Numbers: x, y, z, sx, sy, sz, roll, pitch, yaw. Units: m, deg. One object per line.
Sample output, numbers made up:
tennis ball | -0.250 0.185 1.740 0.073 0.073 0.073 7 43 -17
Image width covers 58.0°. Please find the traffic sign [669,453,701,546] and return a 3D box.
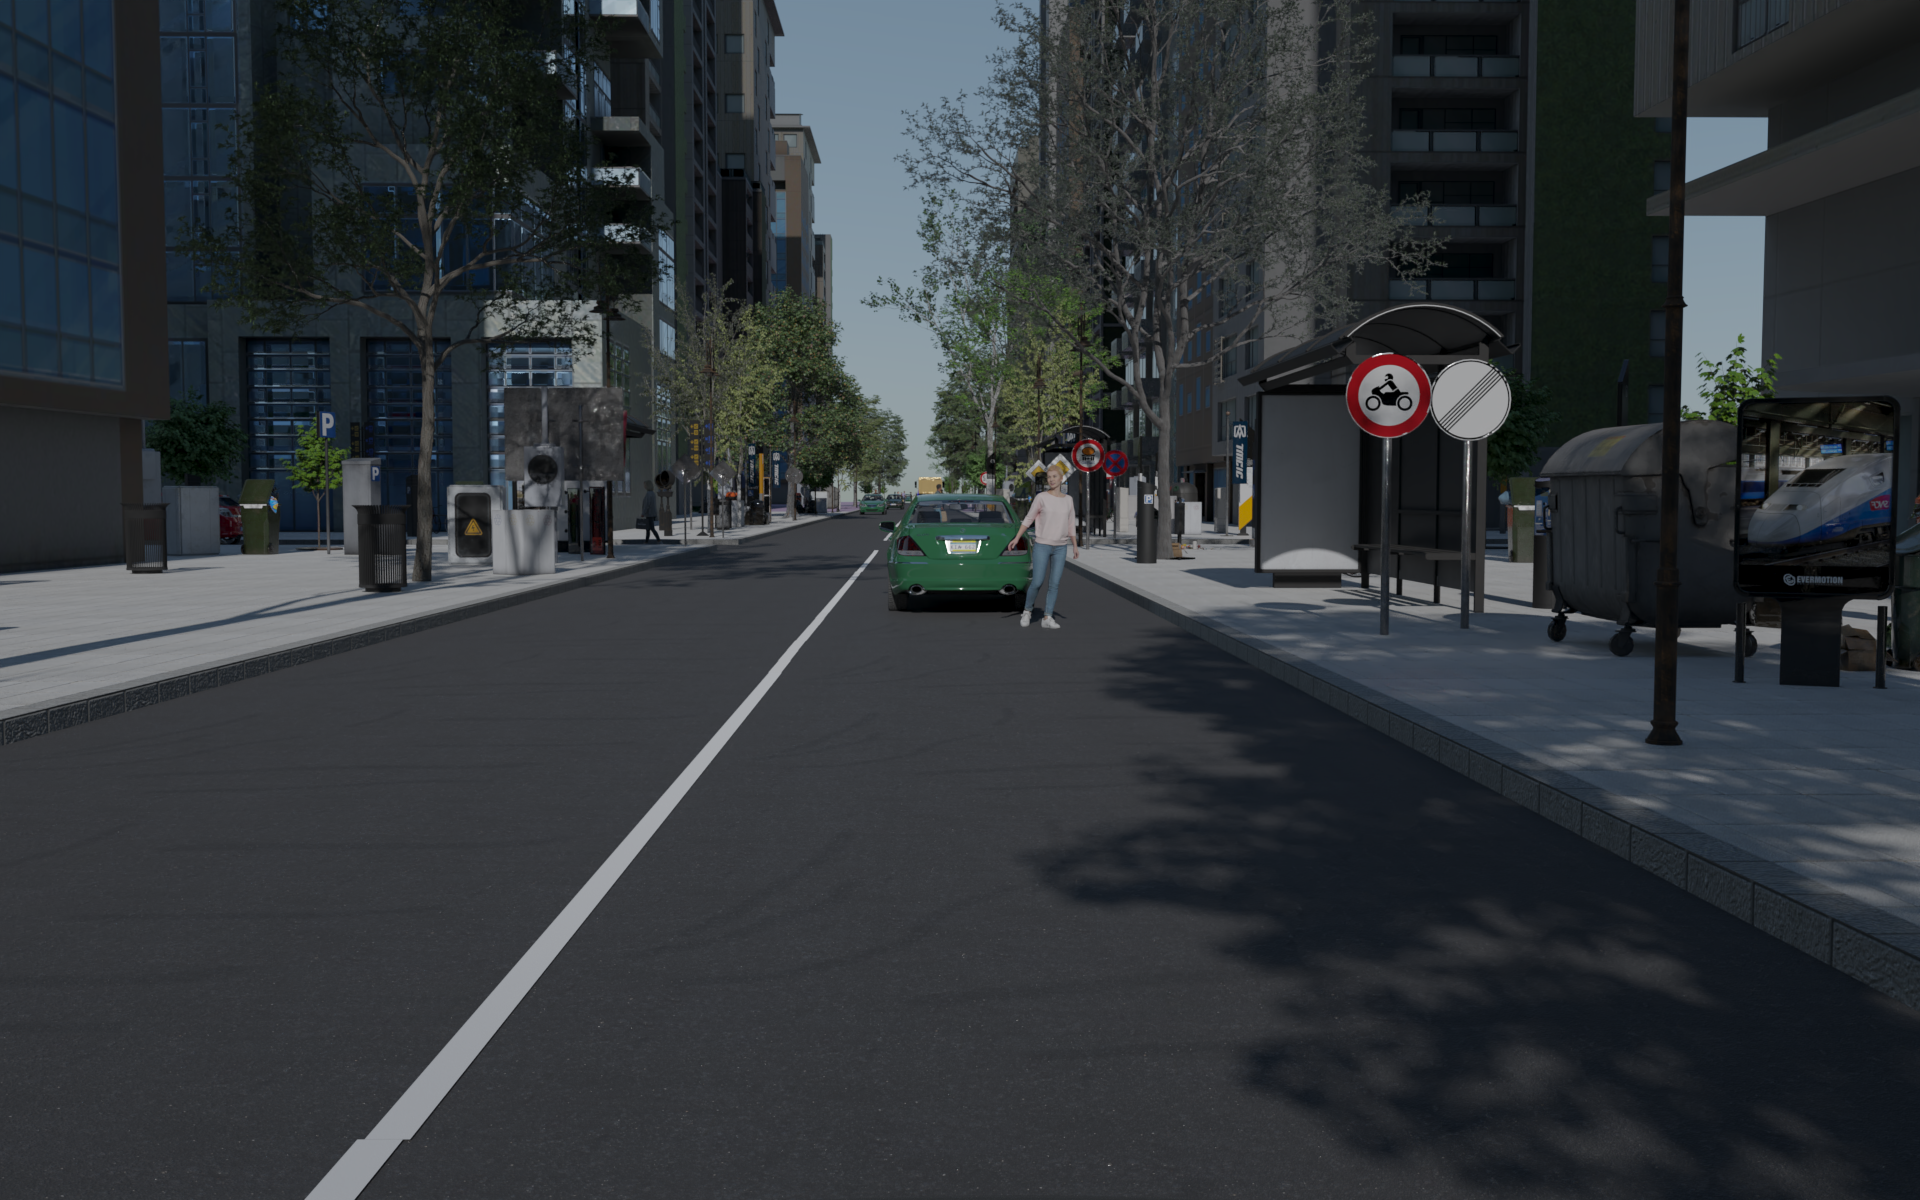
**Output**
traffic sign | -6.731 -2.372 42.429 0.795 2.450 0.064 0 4 -1

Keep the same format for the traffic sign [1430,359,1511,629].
traffic sign | 4.814 -0.999 16.442 0.768 2.556 0.104 0 4 0

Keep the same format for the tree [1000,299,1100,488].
tree | 3.279 -7.078 66.091 4.737 8.622 4.395 0 3 0

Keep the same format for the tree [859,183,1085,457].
tree | 0.586 -15.342 106.738 12.611 20.169 13.585 0 3 0

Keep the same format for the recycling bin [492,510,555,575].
recycling bin | -6.986 -0.928 27.735 0.722 1.027 0.722 3 4 36

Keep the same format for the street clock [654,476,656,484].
street clock | -10.460 -3.435 60.733 0.471 2.002 0.358 -1 4 -19

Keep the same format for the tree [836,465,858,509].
tree | -11.204 -14.259 183.488 4.737 8.622 4.395 0 3 0

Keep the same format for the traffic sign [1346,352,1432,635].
traffic sign | 3.868 -0.954 15.705 0.768 2.556 0.104 0 4 4

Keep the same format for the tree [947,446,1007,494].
tree | 1.660 -8.169 117.275 4.285 4.588 4.351 0 3 0

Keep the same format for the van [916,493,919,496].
van | -4.389 -12.950 216.115 2.240 2.365 5.245 0 4 -1

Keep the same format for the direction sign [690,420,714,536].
direction sign | -7.884 -3.729 52.967 0.876 3.537 0.379 2 4 26

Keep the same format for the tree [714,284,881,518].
tree | -9.135 -10.870 94.729 9.611 12.733 9.660 0 3 0

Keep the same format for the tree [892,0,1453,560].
tree | 3.898 -7.535 33.564 12.009 13.543 11.850 0 3 0

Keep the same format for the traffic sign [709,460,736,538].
traffic sign | -6.898 -2.861 50.412 0.795 2.450 0.064 0 4 -1

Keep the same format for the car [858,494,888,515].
car | -6.084 -6.702 121.378 2.131 1.459 4.920 0 4 -1

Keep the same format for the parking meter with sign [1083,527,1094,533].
parking meter with sign | 4.339 -3.795 58.305 0.543 3.016 1.738 0 4 -4

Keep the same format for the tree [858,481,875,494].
tree | -11.458 -13.699 218.571 1.663 3.219 1.824 0 3 0

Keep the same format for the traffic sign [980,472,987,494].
traffic sign | 1.522 -6.028 98.662 0.768 2.556 0.104 0 4 4

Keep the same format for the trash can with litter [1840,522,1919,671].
trash can with litter | 6.838 -0.073 12.588 1.055 1.170 0.624 0 4 -3

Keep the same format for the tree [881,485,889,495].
tree | -12.434 -17.637 282.969 1.663 3.219 1.824 0 3 0

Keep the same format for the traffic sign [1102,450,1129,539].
traffic sign | 4.462 -3.042 49.847 0.768 2.556 0.104 0 4 5

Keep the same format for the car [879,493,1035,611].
car | -0.012 -0.666 22.687 2.131 1.459 4.920 0 4 -1

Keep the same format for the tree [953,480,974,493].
tree | 0.585 -12.450 198.159 1.663 3.219 1.824 0 3 0

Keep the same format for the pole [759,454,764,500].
pole | -10.015 -5.724 87.435 0.158 3.312 0.155 0 3 0

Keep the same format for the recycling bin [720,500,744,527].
recycling bin | -8.964 -3.395 68.062 0.722 1.027 0.722 2 4 35

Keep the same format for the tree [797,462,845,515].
tree | -8.836 -7.538 106.957 4.285 4.588 4.351 0 3 0

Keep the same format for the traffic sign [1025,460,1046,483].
traffic sign | 2.295 -2.871 50.583 0.795 2.450 0.064 0 4 -1

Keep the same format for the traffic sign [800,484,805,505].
traffic sign | -10.384 -7.070 115.695 0.768 2.556 0.104 0 4 7

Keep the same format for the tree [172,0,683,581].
tree | -7.608 -5.560 25.316 7.601 10.594 8.767 -2 4 -28

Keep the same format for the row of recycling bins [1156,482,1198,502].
row of recycling bins | 7.819 -3.372 62.240 1.069 1.692 3.534 0 4 -5

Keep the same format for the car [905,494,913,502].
car | -8.714 -16.606 283.311 2.131 1.459 4.920 0 4 -2

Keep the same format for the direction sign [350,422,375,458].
direction sign | -18.794 -3.825 54.537 0.876 3.537 0.379 1 4 19

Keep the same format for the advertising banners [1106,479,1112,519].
advertising banners | 7.254 -5.491 85.958 0.090 3.025 2.074 -1 4 -12

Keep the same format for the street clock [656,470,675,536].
street clock | -8.878 -2.941 52.654 0.471 2.002 0.358 3 5 43

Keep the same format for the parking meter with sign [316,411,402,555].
parking meter with sign | -12.623 -2.463 36.532 1.738 3.016 0.543 1 4 15

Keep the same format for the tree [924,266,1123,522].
tree | 3.143 -9.218 76.469 9.928 11.665 9.643 0 3 0

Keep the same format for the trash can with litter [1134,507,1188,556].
trash can with litter | 4.108 -1.472 35.449 1.055 1.170 0.624 0 4 -1

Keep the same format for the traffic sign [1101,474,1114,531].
traffic sign | 4.936 -3.695 60.420 0.884 2.594 0.081 0 4 3

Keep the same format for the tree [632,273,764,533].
tree | -8.489 -6.515 56.877 4.360 8.622 3.978 0 3 0

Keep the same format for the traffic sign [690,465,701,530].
traffic sign | -9.604 -3.773 61.801 0.768 2.556 0.104 0 4 4

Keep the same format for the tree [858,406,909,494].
tree | -11.633 -21.059 250.968 9.857 13.997 8.962 0 3 0

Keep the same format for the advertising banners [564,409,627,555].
advertising banners | -7.674 -2.467 36.531 2.074 3.025 0.090 3 5 40

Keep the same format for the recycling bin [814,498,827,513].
recycling bin | -9.356 -6.341 116.221 0.722 1.027 0.722 -1 4 -16

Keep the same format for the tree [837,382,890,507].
tree | -10.843 -15.759 175.782 7.486 12.596 7.792 0 3 0

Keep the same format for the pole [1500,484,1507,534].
pole | 17.545 -3.794 55.883 0.158 3.312 0.155 0 3 0

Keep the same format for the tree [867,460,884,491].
tree | -11.553 -16.172 214.774 4.360 8.622 3.978 0 3 0

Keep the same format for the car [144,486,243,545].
car | -21.286 -2.269 46.131 4.494 1.783 2.155 0 4 -1

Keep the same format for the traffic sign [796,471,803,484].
traffic sign | -8.267 -5.313 86.967 0.768 2.556 0.104 0 4 1

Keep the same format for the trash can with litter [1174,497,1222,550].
trash can with litter | 5.265 -1.826 40.917 1.678 1.210 2.233 0 4 3

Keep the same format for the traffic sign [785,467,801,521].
traffic sign | -7.932 -5.028 82.309 0.768 2.556 0.104 0 4 5

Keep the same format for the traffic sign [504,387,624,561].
traffic sign | -7.552 -2.396 33.045 2.265 3.308 0.079 0 3 0

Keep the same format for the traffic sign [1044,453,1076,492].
traffic sign | 2.461 -2.383 42.599 0.795 2.450 0.064 0 4 -1

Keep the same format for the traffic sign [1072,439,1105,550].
traffic sign | 2.950 -2.435 39.911 0.768 2.556 0.104 0 4 1

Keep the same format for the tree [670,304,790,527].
tree | -8.743 -7.103 66.493 4.737 8.622 4.395 0 3 0

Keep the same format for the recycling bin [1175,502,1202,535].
recycling bin | 7.190 -2.569 54.550 0.722 1.027 0.722 0 4 -3

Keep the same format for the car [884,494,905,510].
car | -6.102 -9.251 161.040 2.009 1.686 4.222 0 4 1
